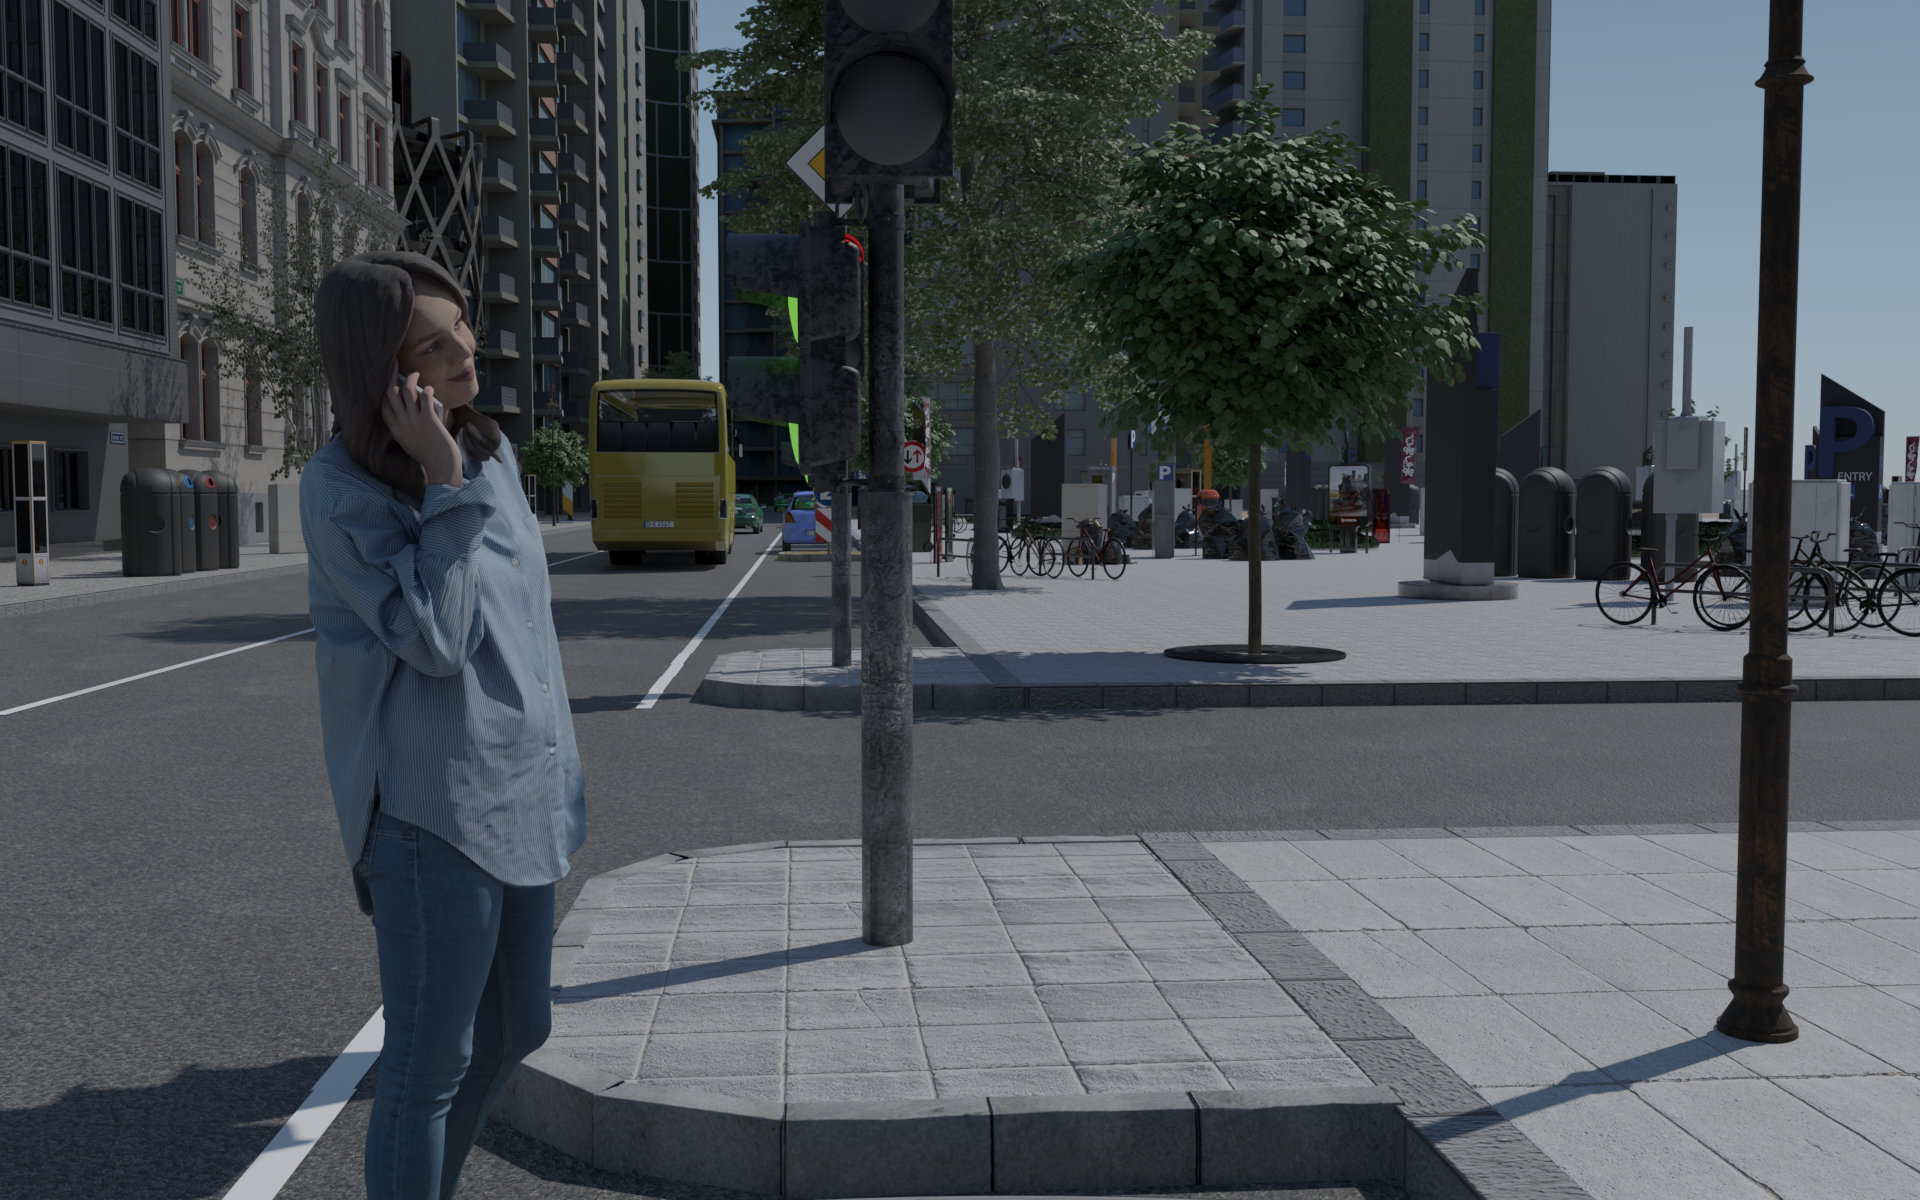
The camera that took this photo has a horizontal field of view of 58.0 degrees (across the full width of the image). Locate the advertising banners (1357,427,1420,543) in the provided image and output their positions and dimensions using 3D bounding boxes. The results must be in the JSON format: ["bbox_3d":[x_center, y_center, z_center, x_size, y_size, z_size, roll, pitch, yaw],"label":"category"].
[{"bbox_3d":[10.905,-2.981,44.921,2.074,3.025,0.090,0,4,-4],"label":"advertising banners"}]

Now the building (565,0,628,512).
[{"bbox_3d":[-31.304,-26.808,121.901,14.154,41.232,14.086,0,4,-5],"label":"building"}]

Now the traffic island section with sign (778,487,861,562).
[{"bbox_3d":[-2.957,-1.771,37.592,1.989,1.847,2.006,0,4,-5],"label":"traffic island section with sign"}]

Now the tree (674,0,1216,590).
[{"bbox_3d":[0.011,-6.402,22.801,7.486,12.596,7.792,0,3,0],"label":"tree"}]

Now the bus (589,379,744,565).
[{"bbox_3d":[-6.265,-2.842,38.018,2.896,3.916,12.252,0,4,-7],"label":"bus"}]

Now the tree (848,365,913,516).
[{"bbox_3d":[-3.989,-8.001,81.178,4.737,8.622,4.395,0,3,0],"label":"tree"}]

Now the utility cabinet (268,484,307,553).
[{"bbox_3d":[-14.386,-1.761,37.468,0.318,1.500,1.173,2,4,28],"label":"utility cabinet"}]

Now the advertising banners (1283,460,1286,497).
[{"bbox_3d":[15.104,-5.166,80.646,0.090,3.025,2.074,1,4,13],"label":"advertising banners"}]

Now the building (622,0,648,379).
[{"bbox_3d":[-38.139,-31.977,146.530,21.600,48.544,21.300,0,4,-5],"label":"building"}]

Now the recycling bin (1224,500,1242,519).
[{"bbox_3d":[12.408,-4.042,78.644,0.722,1.027,0.722,0,4,1],"label":"recycling bin"}]

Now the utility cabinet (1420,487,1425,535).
[{"bbox_3d":[14.444,-2.762,53.832,0.318,1.500,1.173,1,4,14],"label":"utility cabinet"}]

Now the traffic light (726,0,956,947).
[{"bbox_3d":[-0.227,-0.975,4.865,0.839,4.253,0.868,0,4,-5],"label":"traffic light"}]

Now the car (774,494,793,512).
[{"bbox_3d":[-14.338,-8.173,142.426,1.959,1.807,4.718,0,4,-4],"label":"car"}]

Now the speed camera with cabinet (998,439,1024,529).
[{"bbox_3d":[1.483,-4.186,62.777,0.660,3.252,2.038,-2,4,-35],"label":"speed camera with cabinet"}]

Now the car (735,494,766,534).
[{"bbox_3d":[-8.187,-3.160,63.459,2.131,1.459,4.920,0,4,-4],"label":"car"}]

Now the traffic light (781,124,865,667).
[{"bbox_3d":[-0.902,-1.462,12.821,0.839,4.253,0.868,0,4,-5],"label":"traffic light"}]

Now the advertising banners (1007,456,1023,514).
[{"bbox_3d":[2.131,-5.185,80.955,2.074,3.025,0.090,3,5,43],"label":"advertising banners"}]

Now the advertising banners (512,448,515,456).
[{"bbox_3d":[-17.769,-4.239,65.493,2.074,3.025,0.090,1,4,9],"label":"advertising banners"}]

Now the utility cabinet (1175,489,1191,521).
[{"bbox_3d":[9.088,-3.845,71.551,1.173,1.500,0.318,-2,4,-33],"label":"utility cabinet"}]

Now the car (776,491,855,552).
[{"bbox_3d":[-3.541,-2.018,42.587,1.945,1.707,3.694,0,4,-6],"label":"car"}]

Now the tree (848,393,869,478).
[{"bbox_3d":[-1.752,-3.956,48.389,4.285,4.588,4.351,0,3,0],"label":"tree"}]

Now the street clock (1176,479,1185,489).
[{"bbox_3d":[10.660,-4.842,83.732,0.358,2.002,0.471,-1,4,-23],"label":"street clock"}]

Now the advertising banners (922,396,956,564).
[{"bbox_3d":[-0.398,-2.188,31.958,0.090,3.025,2.074,1,4,15],"label":"advertising banners"}]

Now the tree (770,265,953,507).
[{"bbox_3d":[-5.241,-11.278,91.047,9.857,13.997,8.962,0,3,0],"label":"tree"}]

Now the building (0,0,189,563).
[{"bbox_3d":[-22.693,-14.157,24.975,14.314,27.812,24.014,0,4,-5],"label":"building"}]

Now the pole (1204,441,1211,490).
[{"bbox_3d":[6.259,-3.055,43.791,0.158,3.312,0.155,0,3,0],"label":"pole"}]

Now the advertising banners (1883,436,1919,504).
[{"bbox_3d":[28.467,-3.470,52.922,0.090,3.025,2.074,-1,4,-14],"label":"advertising banners"}]

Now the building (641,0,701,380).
[{"bbox_3d":[-38.172,-45.412,180.734,20.611,71.187,20.563,0,4,-5],"label":"building"}]

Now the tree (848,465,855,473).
[{"bbox_3d":[-8.220,-10.595,123.584,4.360,8.622,3.978,0,3,0],"label":"tree"}]

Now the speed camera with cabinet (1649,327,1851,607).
[{"bbox_3d":[9.269,-1.588,20.293,2.038,3.252,0.660,3,4,37],"label":"speed camera with cabinet"}]

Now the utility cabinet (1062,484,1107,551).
[{"bbox_3d":[2.705,-1.767,37.571,0.318,1.500,1.173,-3,4,-37],"label":"utility cabinet"}]

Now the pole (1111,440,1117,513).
[{"bbox_3d":[5.543,-4.205,62.593,0.158,3.312,0.155,0,3,0],"label":"pole"}]

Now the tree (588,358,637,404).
[{"bbox_3d":[-18.238,-8.804,94.315,4.360,8.622,3.978,0,3,0],"label":"tree"}]

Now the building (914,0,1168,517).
[{"bbox_3d":[4.178,-25.655,103.051,14.154,41.232,14.086,0,4,-5],"label":"building"}]

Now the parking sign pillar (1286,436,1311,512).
[{"bbox_3d":[12.400,-4.586,63.459,1.447,3.967,1.447,-1,4,-12],"label":"parking sign pillar"}]

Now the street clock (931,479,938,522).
[{"bbox_3d":[-1.152,-4.087,71.390,0.358,2.002,0.471,-3,5,-42],"label":"street clock"}]

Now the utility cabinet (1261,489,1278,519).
[{"bbox_3d":[14.121,-4.376,80.225,1.173,1.500,0.318,0,4,-5],"label":"utility cabinet"}]

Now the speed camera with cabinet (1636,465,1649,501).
[{"bbox_3d":[22.915,-3.767,55.929,2.038,3.252,0.660,-1,4,-9],"label":"speed camera with cabinet"}]

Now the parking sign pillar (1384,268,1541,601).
[{"bbox_3d":[6.180,-2.014,21.397,1.447,3.967,1.447,0,4,-5],"label":"parking sign pillar"}]

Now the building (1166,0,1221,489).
[{"bbox_3d":[6.062,-28.746,124.615,22.147,44.769,28.867,0,4,-5],"label":"building"}]

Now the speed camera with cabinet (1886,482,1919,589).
[{"bbox_3d":[13.749,-1.785,23.517,2.038,3.252,0.660,0,4,-6],"label":"speed camera with cabinet"}]

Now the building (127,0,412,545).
[{"bbox_3d":[-24.853,-15.976,48.595,14.401,28.519,23.554,0,4,-5],"label":"building"}]

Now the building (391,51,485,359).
[{"bbox_3d":[-27.967,-12.336,69.153,16.820,18.784,16.811,0,4,-5],"label":"building"}]

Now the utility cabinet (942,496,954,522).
[{"bbox_3d":[-0.653,-3.805,73.372,0.306,1.237,1.020,-2,4,-31],"label":"utility cabinet"}]

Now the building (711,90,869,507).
[{"bbox_3d":[-12.933,-32.375,183.956,28.867,44.769,22.147,0,4,-5],"label":"building"}]

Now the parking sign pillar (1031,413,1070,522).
[{"bbox_3d":[3.022,-4.245,57.882,1.447,3.967,1.447,2,4,32],"label":"parking sign pillar"}]

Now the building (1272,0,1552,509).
[{"bbox_3d":[34.761,-37.372,153.026,28.212,58.520,21.231,0,4,-5],"label":"building"}]

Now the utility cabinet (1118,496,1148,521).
[{"bbox_3d":[5.724,-2.819,57.250,1.020,1.237,0.306,-2,4,-31],"label":"utility cabinet"}]

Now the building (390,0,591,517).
[{"bbox_3d":[-33.666,-27.245,100.081,22.147,44.769,28.867,0,4,-5],"label":"building"}]

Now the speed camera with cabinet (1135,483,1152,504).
[{"bbox_3d":[9.518,-5.670,87.034,0.660,3.252,2.038,-2,4,-24],"label":"speed camera with cabinet"}]

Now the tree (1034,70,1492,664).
[{"bbox_3d":[2.294,-1.833,13.688,4.285,4.588,4.351,0,3,0],"label":"tree"}]

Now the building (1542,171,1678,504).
[{"bbox_3d":[55.565,-23.686,158.966,14.107,30.474,14.160,0,4,-5],"label":"building"}]

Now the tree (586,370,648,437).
[{"bbox_3d":[-19.725,-9.271,101.945,4.737,8.622,4.395,0,3,0],"label":"tree"}]

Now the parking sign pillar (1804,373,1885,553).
[{"bbox_3d":[19.667,-3.048,38.300,1.447,3.967,1.447,3,5,39],"label":"parking sign pillar"}]
